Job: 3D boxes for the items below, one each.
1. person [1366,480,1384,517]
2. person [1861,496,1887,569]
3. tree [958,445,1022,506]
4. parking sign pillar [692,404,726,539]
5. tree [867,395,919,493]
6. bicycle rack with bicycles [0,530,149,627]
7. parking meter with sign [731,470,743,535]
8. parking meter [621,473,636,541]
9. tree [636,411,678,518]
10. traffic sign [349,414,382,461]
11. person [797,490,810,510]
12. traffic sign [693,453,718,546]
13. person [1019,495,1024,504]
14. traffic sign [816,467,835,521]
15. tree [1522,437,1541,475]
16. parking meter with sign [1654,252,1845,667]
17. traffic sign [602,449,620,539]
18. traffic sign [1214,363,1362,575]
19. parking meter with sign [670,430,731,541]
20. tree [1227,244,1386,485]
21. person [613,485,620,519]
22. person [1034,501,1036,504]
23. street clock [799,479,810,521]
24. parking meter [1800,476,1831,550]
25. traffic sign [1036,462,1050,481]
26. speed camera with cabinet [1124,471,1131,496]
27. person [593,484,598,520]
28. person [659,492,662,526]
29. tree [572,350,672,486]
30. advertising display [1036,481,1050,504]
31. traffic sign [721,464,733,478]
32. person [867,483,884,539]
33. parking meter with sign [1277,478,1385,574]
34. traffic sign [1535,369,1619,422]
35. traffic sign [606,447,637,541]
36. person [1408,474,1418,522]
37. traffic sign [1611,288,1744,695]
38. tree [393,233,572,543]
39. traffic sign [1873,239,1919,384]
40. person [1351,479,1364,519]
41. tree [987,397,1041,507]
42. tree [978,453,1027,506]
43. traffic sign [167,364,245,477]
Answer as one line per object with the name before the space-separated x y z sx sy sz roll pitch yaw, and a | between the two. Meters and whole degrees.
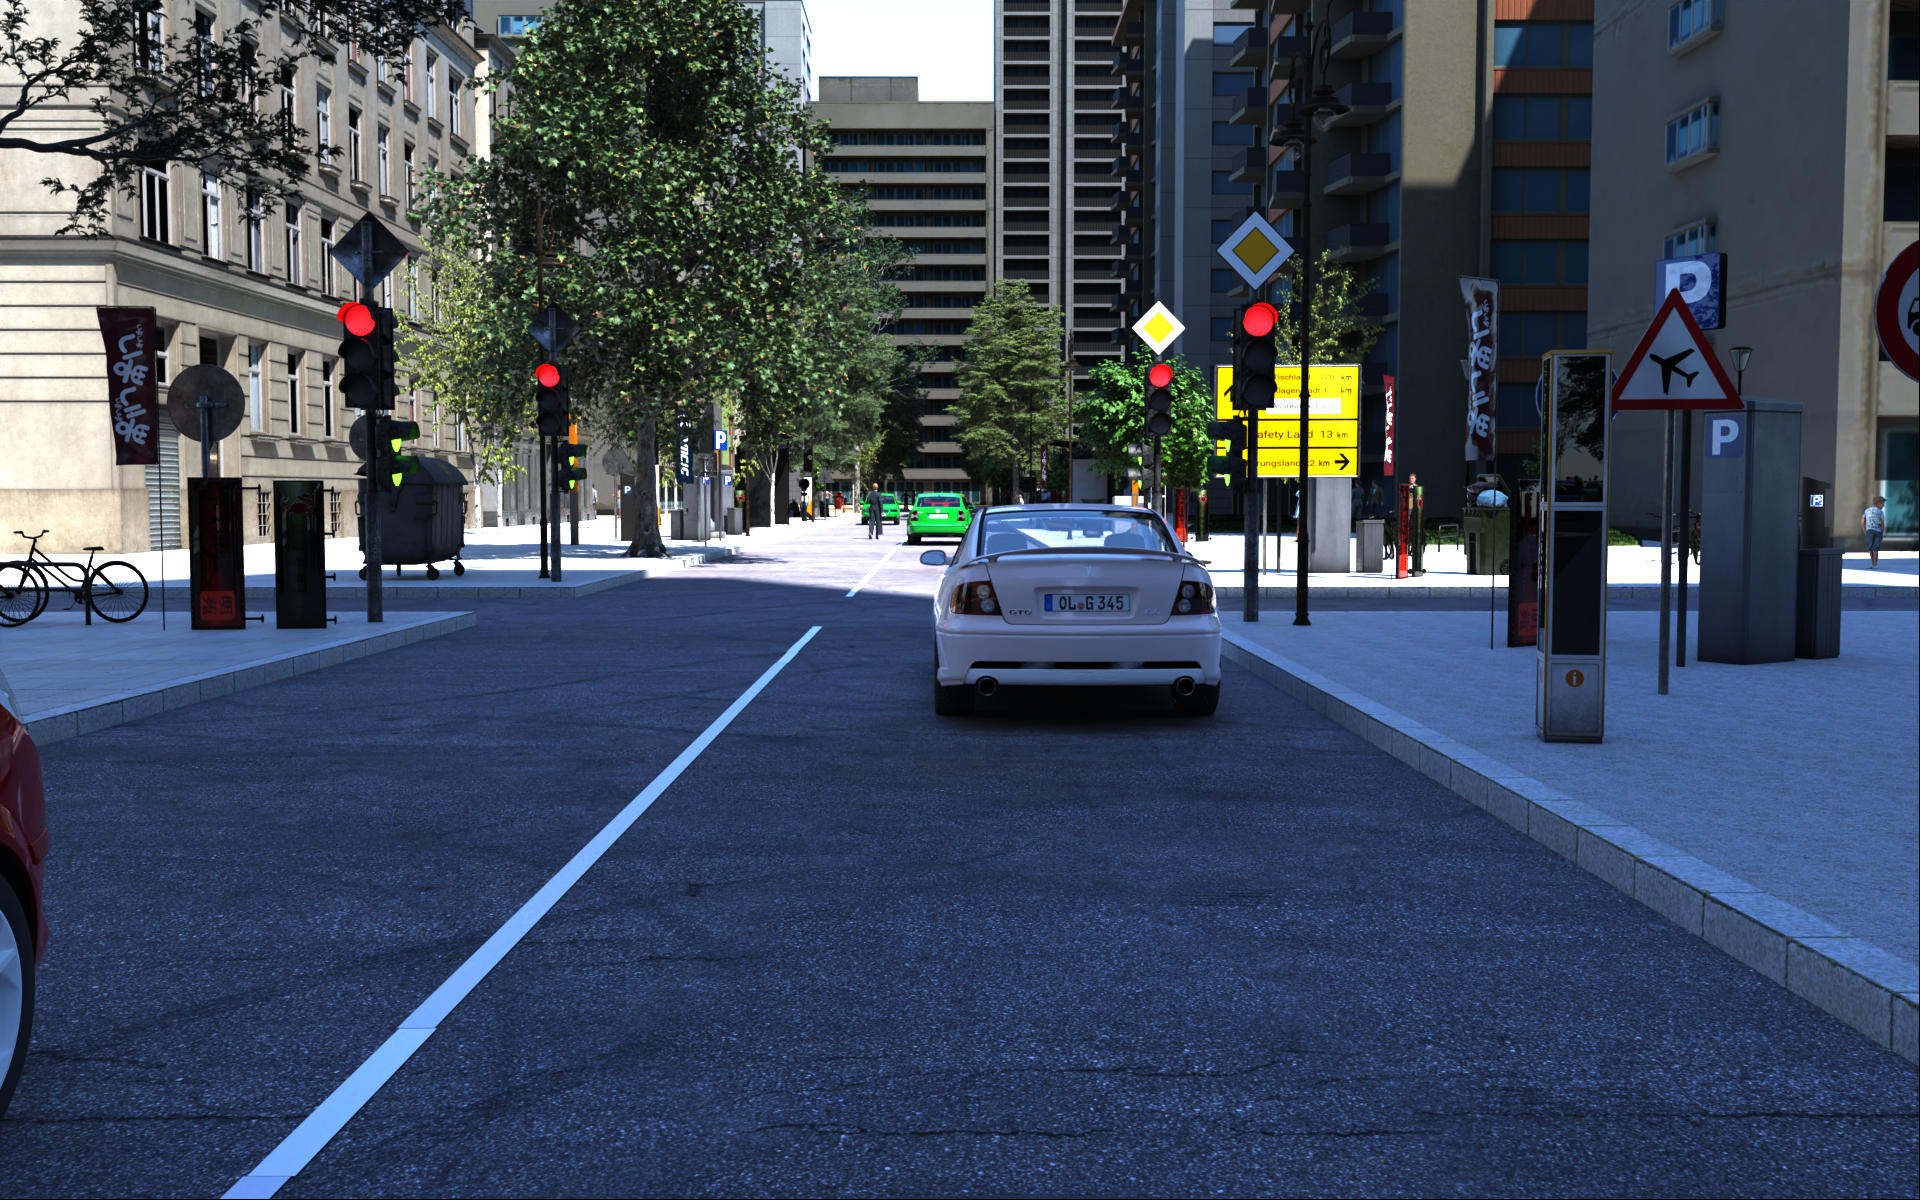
person | 16.231 -3.779 67.746 0.656 1.842 0.836 1 4 9
person | 15.625 -1.156 29.633 0.352 1.250 0.332 -1 4 -20
tree | 3.118 -14.748 175.548 7.601 10.594 8.767 1 4 11
parking sign pillar | -7.553 -3.788 50.399 1.447 3.967 1.447 1 4 10
tree | -7.393 -14.938 169.990 9.928 11.665 9.643 0 3 0
bicycle rack with bicycles | -9.646 -0.179 16.303 2.925 0.926 2.852 0 4 7
parking meter with sign | -7.563 -3.575 54.706 1.738 3.016 0.543 3 5 41
parking meter | -8.982 -2.524 46.973 0.399 1.863 0.255 0 4 -4
tree | -14.085 -8.183 84.149 4.737 8.622 4.395 0 3 0
traffic sign | -9.307 -1.670 27.416 0.768 2.556 0.104 0 4 7
person | -7.401 -4.626 82.355 0.731 1.740 0.598 1 4 14
traffic sign | -6.288 -2.487 42.793 0.606 2.300 0.079 0 4 5
person | 3.098 -4.727 88.014 0.352 1.250 0.332 3 5 40
traffic sign | -6.413 -5.041 82.419 0.884 2.594 0.081 0 4 2
tree | 17.451 -3.457 51.127 1.663 3.219 1.824 0 3 0
parking meter with sign | 6.065 -1.037 13.208 1.738 3.016 0.543 -2 4 -31
traffic sign | -9.785 -3.002 49.196 0.768 2.556 0.104 0 4 3
traffic sign | 5.122 -2.037 27.181 2.265 3.308 0.079 0 4 5
parking meter with sign | -7.253 -3.150 47.759 1.738 3.016 0.543 2 4 33
tree | 10.280 -6.148 50.884 4.737 8.622 4.395 0 3 0
person | -17.944 -5.162 90.793 0.532 1.782 0.716 0 4 -6
person | 4.518 -5.418 100.133 0.738 1.151 1.012 -3 5 -42
street clock | -7.303 -4.686 81.188 0.471 2.002 0.358 -2 4 -32
parking meter | 12.196 -0.996 24.694 0.372 1.533 0.369 0 3 0
traffic sign | 5.461 -6.368 97.992 2.265 3.308 0.079 0 4 7
speed camera with cabinet | 5.725 -4.546 68.659 2.038 3.252 0.660 0 4 0
person | -18.409 -4.912 86.622 0.678 1.792 0.850 1 4 10
person | -12.370 -3.912 69.777 0.755 1.850 0.659 1 4 19
tree | -14.351 -7.491 72.842 4.360 8.622 3.978 0 3 0
advertising display | 4.133 -4.790 83.528 0.974 1.923 0.123 -1 4 -11
traffic sign | -10.138 -4.557 74.608 0.768 2.556 0.104 0 4 6
person | -2.674 -2.813 54.911 0.576 1.772 0.534 0 4 2
parking meter with sign | 5.983 -1.946 28.081 1.738 3.016 0.543 0 4 -7
traffic sign | 5.591 -0.957 15.747 0.768 2.556 0.104 0 4 2
traffic sign | -9.265 -2.898 47.389 0.884 2.594 0.081 0 4 8
person | 12.306 -2.543 47.525 0.836 1.842 0.656 2 4 28
traffic sign | 4.510 -0.675 11.033 0.884 2.594 0.081 0 4 5
tree | -12.660 -5.781 44.878 4.737 8.622 4.395 0 3 0
traffic sign | 4.808 -0.512 8.476 0.768 2.556 0.104 0 4 1
person | 13.684 -3.288 60.069 0.520 1.790 0.573 -2 4 -34
tree | 3.398 -14.693 157.241 9.611 12.733 9.660 0 3 0
tree | 2.818 -8.329 119.893 4.285 4.588 4.351 0 3 0
traffic sign | -7.386 -1.032 16.977 0.768 2.556 0.104 0 4 1
